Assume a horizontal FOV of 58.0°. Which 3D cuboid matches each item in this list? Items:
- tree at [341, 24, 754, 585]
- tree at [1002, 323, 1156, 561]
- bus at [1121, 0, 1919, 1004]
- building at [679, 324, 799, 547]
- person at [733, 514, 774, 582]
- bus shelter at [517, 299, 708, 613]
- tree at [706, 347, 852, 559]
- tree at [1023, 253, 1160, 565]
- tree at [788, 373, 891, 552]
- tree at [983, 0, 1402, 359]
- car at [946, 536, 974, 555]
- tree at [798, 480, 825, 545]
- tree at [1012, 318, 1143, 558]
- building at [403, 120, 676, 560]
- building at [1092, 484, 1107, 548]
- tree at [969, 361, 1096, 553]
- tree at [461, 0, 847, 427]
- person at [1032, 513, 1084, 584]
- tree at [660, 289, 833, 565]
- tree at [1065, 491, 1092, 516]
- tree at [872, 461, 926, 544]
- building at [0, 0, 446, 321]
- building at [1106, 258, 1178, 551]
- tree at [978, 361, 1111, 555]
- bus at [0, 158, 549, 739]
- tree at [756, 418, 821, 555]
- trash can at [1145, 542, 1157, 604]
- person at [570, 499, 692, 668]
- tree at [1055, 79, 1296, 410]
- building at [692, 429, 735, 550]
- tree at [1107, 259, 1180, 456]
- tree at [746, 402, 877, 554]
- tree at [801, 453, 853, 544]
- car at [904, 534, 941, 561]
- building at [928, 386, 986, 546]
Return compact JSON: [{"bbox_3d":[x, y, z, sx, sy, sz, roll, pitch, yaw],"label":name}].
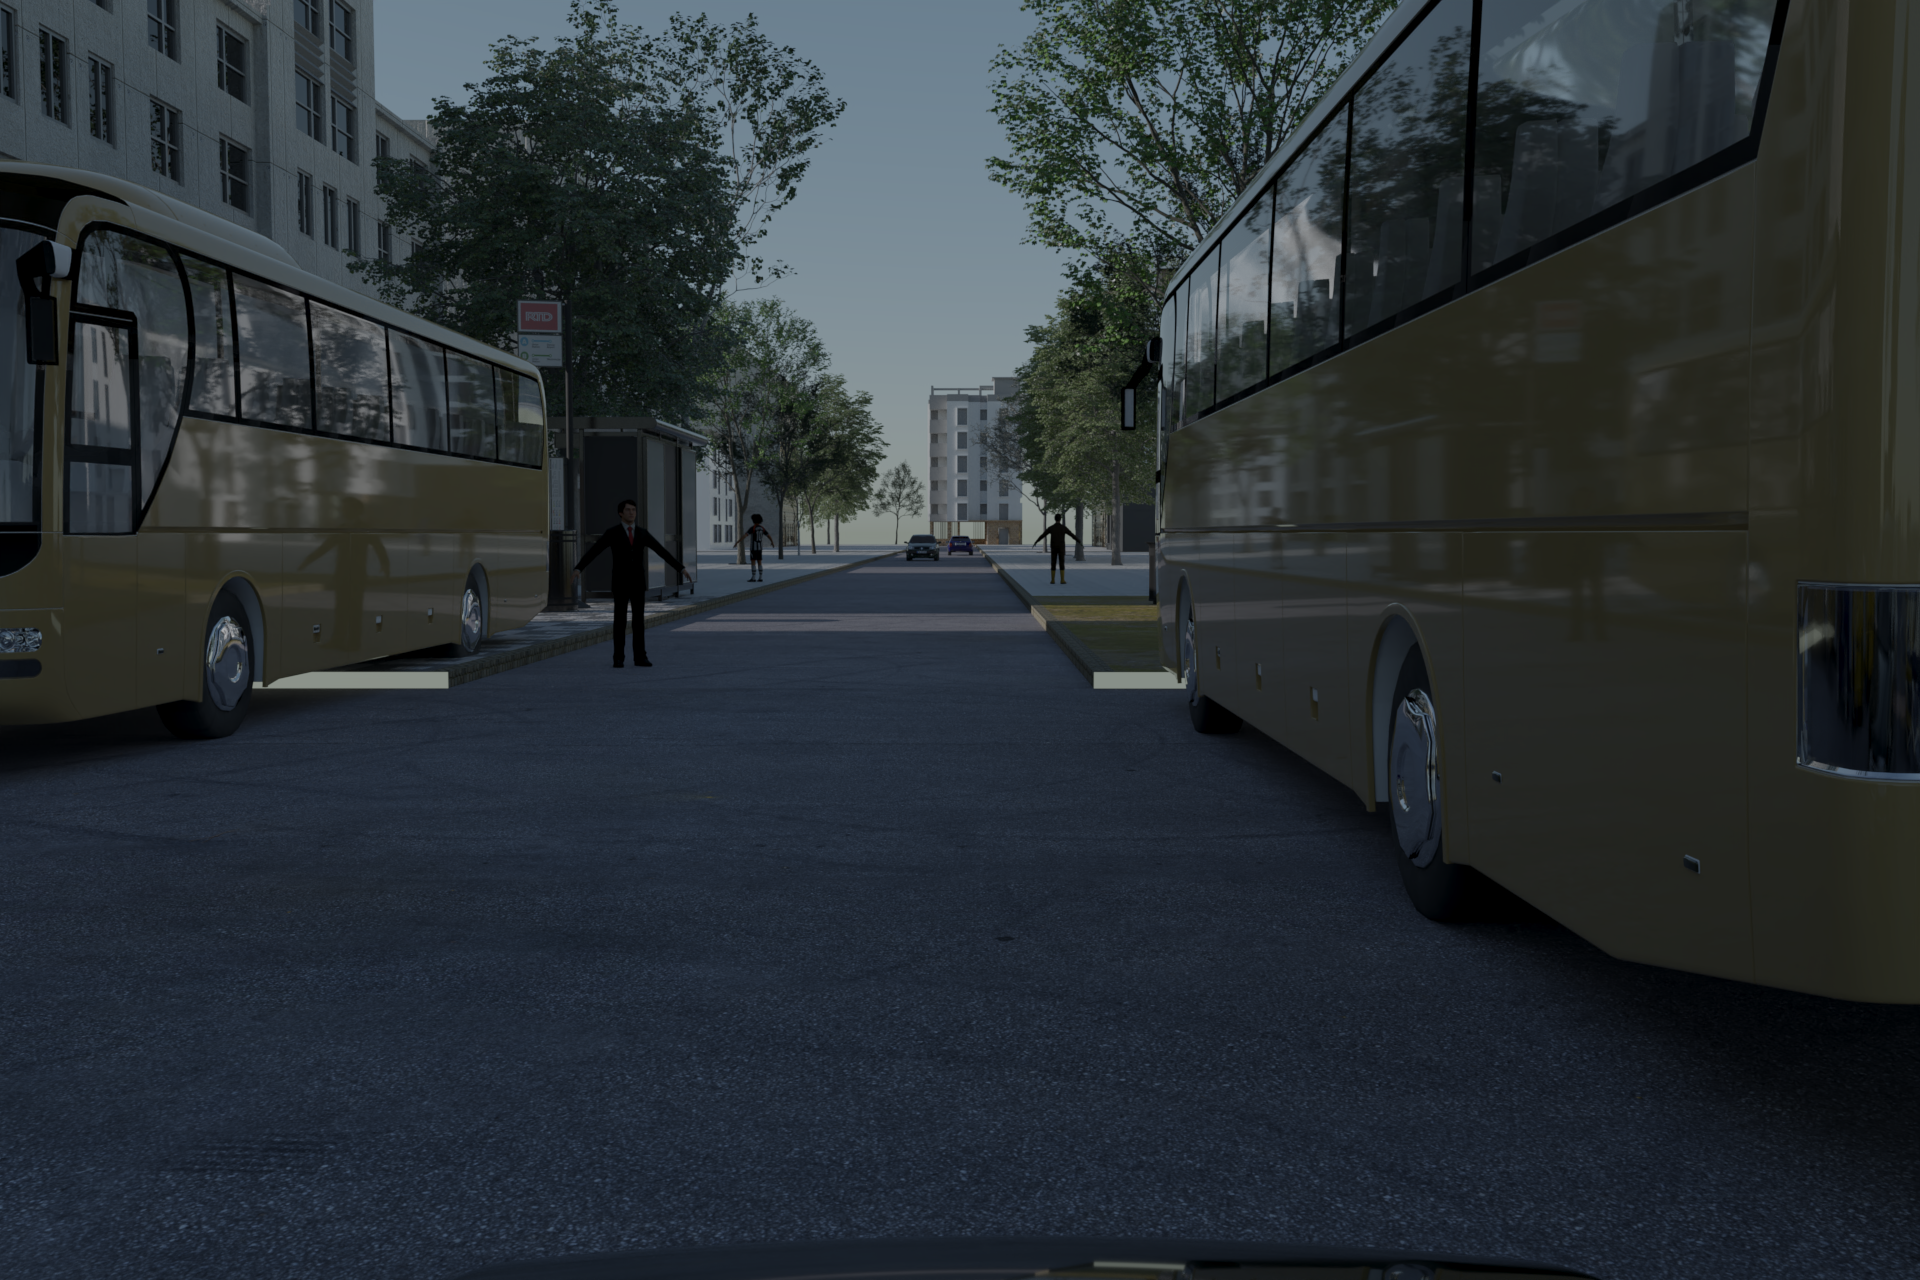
[{"bbox_3d":[-9.883,-8.338,42.975,9.857,13.997,8.962,0,3,0],"label":"tree"},{"bbox_3d":[5.839,-10.019,81.941,7.486,12.596,7.792,0,3,0],"label":"tree"},{"bbox_3d":[2.876,-1.081,9.228,2.896,3.916,12.252,0,4,0],"label":"bus"},{"bbox_3d":[-26.704,-21.203,177.600,19.493,23.208,18.063,0,4,0],"label":"building"},{"bbox_3d":[-5.465,-2.458,46.324,1.345,1.843,0.704,-3,5,-44],"label":"person"},{"bbox_3d":[-6.473,-3.351,32.416,2.179,5.291,8.768,0,4,0],"label":"bus shelter"},{"bbox_3d":[-9.237,-9.332,86.996,8.767,10.594,7.601,2,4,27],"label":"tree"},{"bbox_3d":[6.255,-9.297,70.137,7.486,12.596,7.792,0,3,0],"label":"tree"},{"bbox_3d":[-8.772,-12.509,122.646,7.486,12.596,7.792,0,3,0],"label":"tree"},{"bbox_3d":[4.002,-6.149,26.294,9.928,11.665,9.643,0,3,0],"label":"tree"},{"bbox_3d":[0.014,-6.406,117.313,1.945,1.354,3.894,0,4,-1],"label":"car"},{"bbox_3d":[-17.501,-15.688,206.863,4.360,8.622,3.978,0,3,0],"label":"tree"},{"bbox_3d":[6.433,-10.602,91.473,7.486,12.596,7.792,0,3,0],"label":"tree"},{"bbox_3d":[-25.642,-13.673,90.011,16.747,18.905,31.486,0,3,0],"label":"building"},{"bbox_3d":[22.950,-20.762,170.394,19.493,23.208,18.063,0,4,0],"label":"building"},{"bbox_3d":[5.712,-12.697,117.968,12.009,13.543,11.850,0,3,0],"label":"tree"},{"bbox_3d":[-10.698,-12.540,60.912,12.611,20.169,13.585,0,3,0],"label":"tree"},{"bbox_3d":[2.516,-2.346,44.499,1.346,1.812,0.704,1,4,9],"label":"person"},{"bbox_3d":[-9.119,-8.981,72.598,9.928,11.665,9.643,0,3,0],"label":"tree"},{"bbox_3d":[16.916,-18.436,211.803,12.009,13.543,11.850,0,3,0],"label":"tree"},{"bbox_3d":[-7.571,-17.101,214.008,7.601,10.594,8.767,0,4,8],"label":"tree"},{"bbox_3d":[-27.009,-11.053,47.172,16.747,18.905,31.486,0,4,0],"label":"building"},{"bbox_3d":[25.949,-18.350,144.000,27.936,21.610,32.646,0,3,0],"label":"building"},{"bbox_3d":[6.354,-11.848,104.085,12.009,13.543,11.850,0,3,0],"label":"tree"},{"bbox_3d":[-6.327,-1.455,15.338,2.896,3.916,12.252,0,3,0],"label":"bus"},{"bbox_3d":[-9.464,-9.384,103.783,4.360,8.622,3.978,0,3,0],"label":"tree"},{"bbox_3d":[3.759,-1.224,31.671,0.748,1.137,0.748,0,3,0],"label":"trash can"},{"bbox_3d":[-3.562,-0.614,18.682,1.347,1.806,0.705,-2,4,-28],"label":"person"},{"bbox_3d":[5.925,-6.252,36.630,8.767,10.594,7.601,1,4,16],"label":"tree"},{"bbox_3d":[-24.300,-12.896,152.998,9.099,9.664,28.070,0,4,1],"label":"building"},{"bbox_3d":[5.909,-5.755,44.449,4.737,8.622,4.395,0,3,0],"label":"tree"},{"bbox_3d":[-9.577,-10.887,112.410,8.767,10.594,7.601,-1,4,-21],"label":"tree"},{"bbox_3d":[-15.790,-18.056,213.348,7.486,12.596,7.792,0,3,0],"label":"tree"},{"bbox_3d":[-1.997,-5.116,93.430,2.009,1.686,4.222,0,4,1],"label":"car"},{"bbox_3d":[-3.573,-21.609,212.184,11.380,20.090,16.016,0,4,-5],"label":"building"}]
